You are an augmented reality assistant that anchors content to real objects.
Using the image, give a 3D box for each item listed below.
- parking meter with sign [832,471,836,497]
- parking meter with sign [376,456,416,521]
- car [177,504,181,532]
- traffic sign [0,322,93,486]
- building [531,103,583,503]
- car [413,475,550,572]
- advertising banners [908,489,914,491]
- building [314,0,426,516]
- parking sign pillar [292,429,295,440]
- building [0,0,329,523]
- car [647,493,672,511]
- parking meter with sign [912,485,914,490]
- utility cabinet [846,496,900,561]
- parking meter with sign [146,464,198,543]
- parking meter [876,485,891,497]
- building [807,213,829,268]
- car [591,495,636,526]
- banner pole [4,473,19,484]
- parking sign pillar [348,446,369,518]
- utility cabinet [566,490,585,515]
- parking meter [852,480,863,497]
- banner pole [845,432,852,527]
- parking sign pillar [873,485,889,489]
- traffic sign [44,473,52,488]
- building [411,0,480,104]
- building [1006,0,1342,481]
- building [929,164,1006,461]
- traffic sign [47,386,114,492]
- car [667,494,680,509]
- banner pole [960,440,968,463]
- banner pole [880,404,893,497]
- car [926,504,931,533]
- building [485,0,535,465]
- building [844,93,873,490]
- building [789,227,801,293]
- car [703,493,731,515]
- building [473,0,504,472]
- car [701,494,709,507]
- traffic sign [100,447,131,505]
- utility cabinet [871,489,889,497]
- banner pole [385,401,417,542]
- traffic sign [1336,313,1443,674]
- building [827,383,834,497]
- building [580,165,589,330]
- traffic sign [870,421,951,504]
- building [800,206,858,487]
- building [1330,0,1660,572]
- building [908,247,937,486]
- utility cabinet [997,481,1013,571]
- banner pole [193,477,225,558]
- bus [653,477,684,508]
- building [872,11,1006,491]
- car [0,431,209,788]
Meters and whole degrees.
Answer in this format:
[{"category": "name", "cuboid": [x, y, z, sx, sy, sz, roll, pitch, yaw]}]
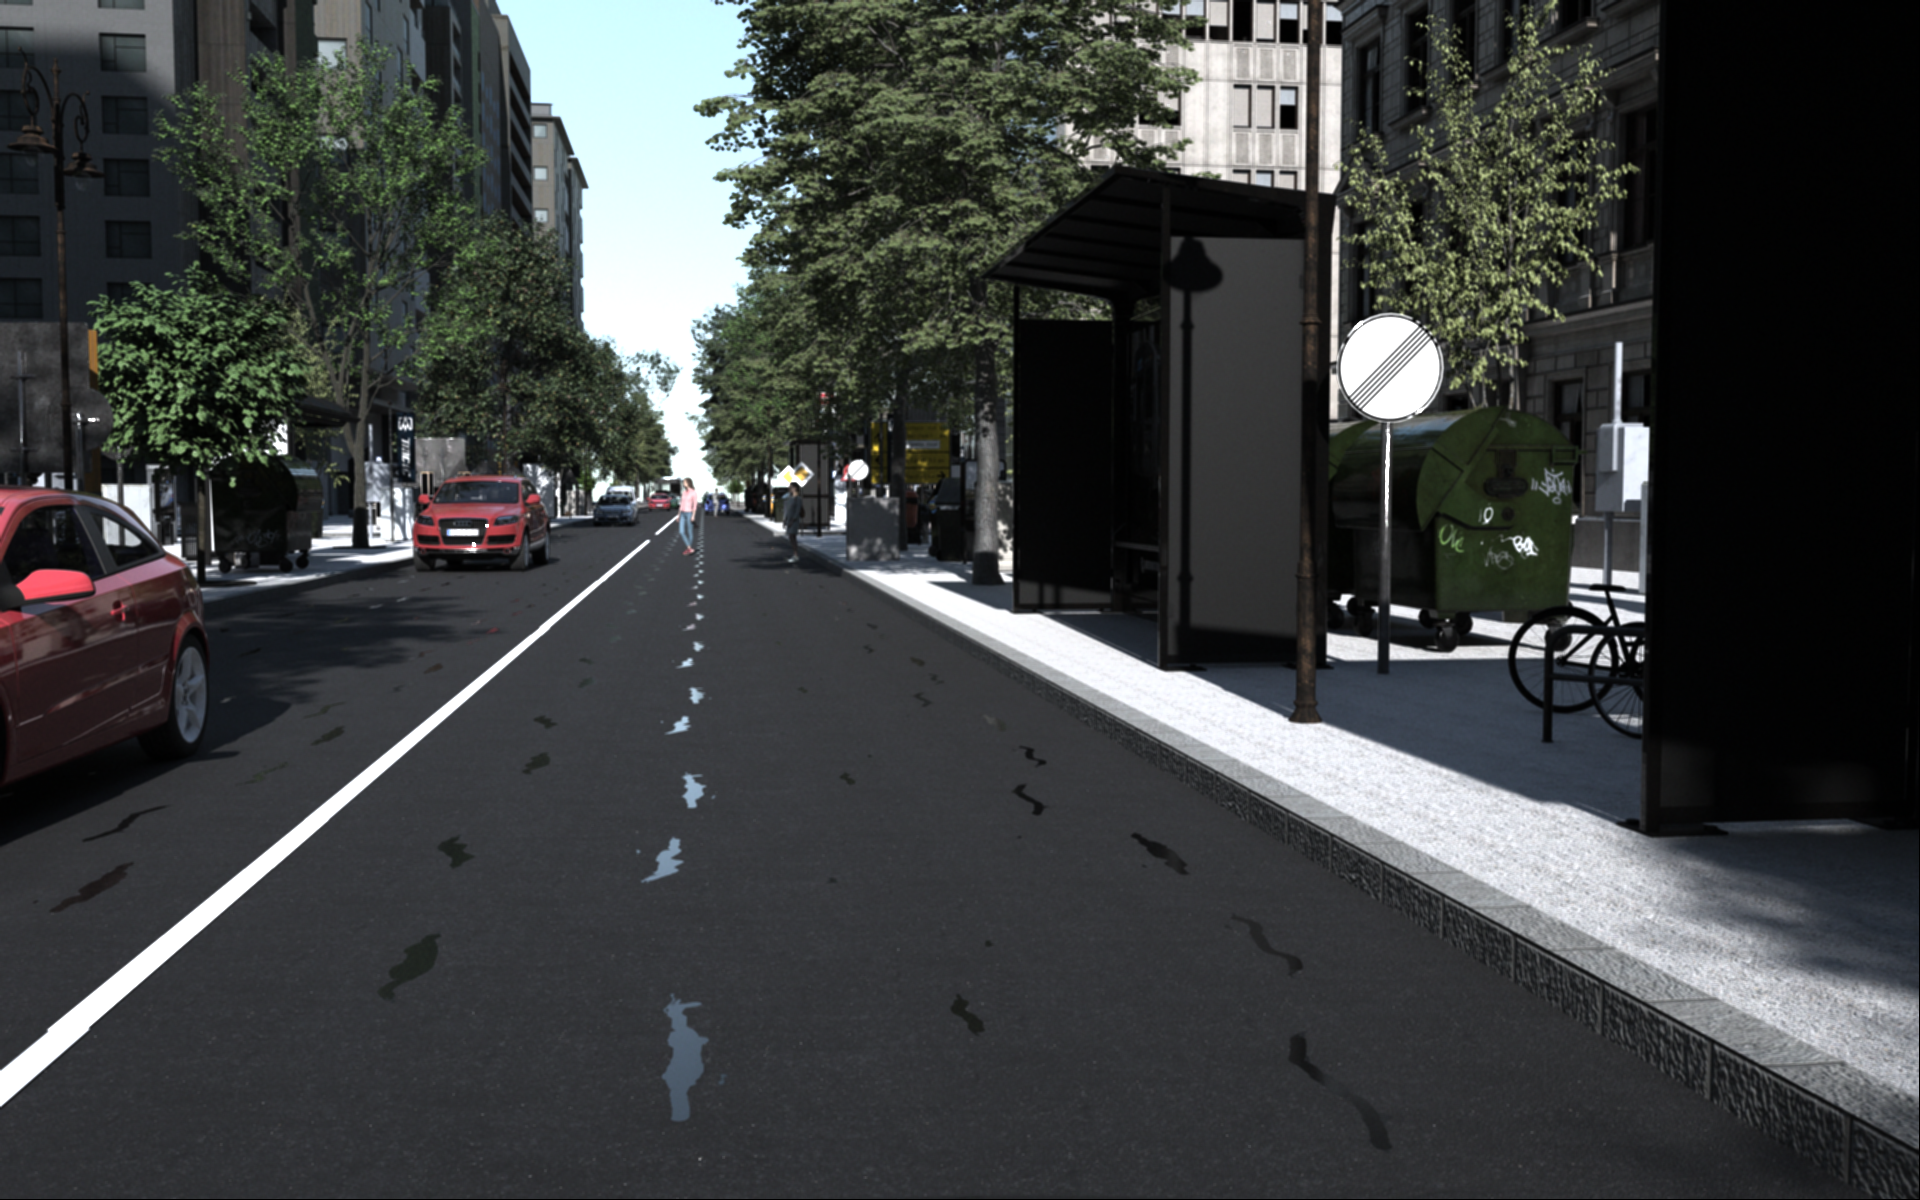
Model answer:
[{"category": "parking meter with sign", "cuboid": [-9.232, -8.168, 129.801, 0.543, 3.016, 1.738, -1, 4, -9]}, {"category": "parking meter with sign", "cuboid": [-26.346, -5.181, 80.974, 0.543, 3.016, 1.738, 3, 5, 42]}, {"category": "car", "cuboid": [-26.620, -2.523, 53.614, 4.827, 1.381, 2.083, 0, 4, -8]}, {"category": "traffic sign", "cuboid": [-11.459, -1.634, 20.593, 2.265, 3.308, 0.079, 0, 4, 1]}, {"category": "building", "cuboid": [-67.648, -39.548, 235.843, 28.713, 52.752, 27.495, -1, 4, -8]}, {"category": "car", "cuboid": [-9.253, -1.535, 33.777, 2.281, 1.827, 5.304, 0, 4, -6]}, {"category": "advertising banners", "cuboid": [-1.445, -3.264, 49.553, 0.090, 3.025, 2.074, -1, 4, -8]}, {"category": "building", "cuboid": [-49.473, -31.866, 110.247, 28.713, 52.752, 27.495, -1, 4, -8]}, {"category": "parking sign pillar", "cuboid": [-23.063, -4.268, 58.257, 1.447, 3.967, 1.447, 3, 5, 42]}, {"category": "building", "cuboid": [-37.393, -18.706, 77.544, 14.160, 30.474, 14.107, -1, 4, -8]}, {"category": "car", "cuboid": [-25.601, -8.467, 147.483, 2.155, 1.783, 4.494, -1, 4, -10]}, {"category": "parking meter with sign", "cuboid": [-2.900, -7.298, 115.583, 0.543, 3.016, 1.738, -1, 4, -18]}, {"category": "utility cabinet", "cuboid": [-1.685, -1.364, 33.457, 1.020, 1.237, 0.306, 0, 4, -6]}, {"category": "parking meter with sign", "cuboid": [-20.756, -2.981, 45.003, 1.738, 3.016, 0.543, -1, 4, -21]}, {"category": "parking meter", "cuboid": [-2.793, -3.239, 61.362, 0.372, 1.533, 0.369, 0, 3, 0]}, {"category": "building", "cuboid": [-15.314, -34.759, 251.905, 14.154, 41.232, 14.086, -1, 4, -8]}, {"category": "car", "cuboid": [-15.789, -4.104, 79.098, 2.014, 1.417, 4.499, -1, 4, -9]}, {"category": "banner pole", "cuboid": [-16.721, -2.486, 30.666, 0.863, 3.779, 0.401, 1, 4, 21]}, {"category": "parking sign pillar", "cuboid": [-32.494, -6.458, 94.063, 1.447, 3.967, 1.447, 0, 4, 1]}, {"category": "utility cabinet", "cuboid": [-23.253, -5.889, 104.961, 1.173, 1.500, 0.318, 1, 4, 13]}, {"category": "parking meter", "cuboid": [-3.954, -3.743, 66.909, 0.399, 1.863, 0.255, -2, 4, -34]}, {"category": "banner pole", "cuboid": [-4.312, -4.783, 68.219, 0.401, 3.779, 0.863, 0, 4, 4]}, {"category": "parking sign pillar", "cuboid": [-3.864, -6.233, 90.388, 1.447, 3.967, 1.447, -1, 4, -12]}, {"category": "traffic sign", "cuboid": [-11.447, -1.324, 21.754, 0.768, 2.556, 0.104, 0, 4, -4]}, {"category": "building", "cuboid": [-45.832, -27.738, 137.105, 14.154, 41.232, 14.086, -1, 4, -8]}, {"category": "building", "cuboid": [12.936, -15.981, 79.309, 19.932, 24.808, 12.078, -1, 4, -8]}, {"category": "building", "cuboid": [5.979, -16.069, 104.526, 13.314, 21.916, 24.055, -1, 4, -8]}, {"category": "traffic sign", "cuboid": [-10.375, -1.244, 20.448, 0.768, 2.556, 0.104, 0, 4, -2]}, {"category": "car", "cuboid": [-27.369, -9.224, 162.603, 2.131, 1.459, 4.920, -1, 4, -9]}, {"category": "banner pole", "cuboid": [0.167, -5.544, 80.657, 0.401, 3.779, 0.863, -2, 4, -33]}, {"category": "banner pole", "cuboid": [-1.921, -3.507, 47.358, 0.863, 3.779, 0.401, 0, 4, 4]}, {"category": "car", "cuboid": [-0.339, -2.796, 58.077, 4.827, 1.381, 2.083, 0, 4, -7]}, {"category": "building", "cuboid": [-53.372, -33.309, 168.306, 21.300, 48.544, 21.600, -1, 4, -8]}, {"category": "building", "cuboid": [-0.103, -31.703, 172.965, 22.147, 44.769, 28.867, -1, 4, -8]}, {"category": "building", "cuboid": [-16.733, -40.418, 284.530, 21.300, 48.544, 21.600, -1, 4, -8]}, {"category": "car", "cuboid": [-16.826, -6.755, 120.042, 1.945, 1.707, 3.694, -1, 4, -8]}, {"category": "building", "cuboid": [-47.840, -30.645, 151.160, 14.600, 45.320, 14.200, -1, 4, -8]}, {"category": "car", "cuboid": [-27.303, -10.889, 189.835, 2.131, 1.459, 4.920, -1, 4, -10]}, {"category": "traffic sign", "cuboid": [-12.802, -1.609, 26.415, 0.768, 2.556, 0.104, 0, 4, 1]}, {"category": "utility cabinet", "cuboid": [-3.582, -4.208, 77.479, 0.318, 1.500, 1.173, -2, 4, -34]}, {"category": "banner pole", "cuboid": [-15.036, -3.457, 46.532, 0.863, 3.779, 0.401, -2, 4, -24]}, {"category": "traffic sign", "cuboid": [3.028, -0.746, 12.307, 0.768, 2.556, 0.104, 0, 4, -4]}, {"category": "building", "cuboid": [-12.923, -28.542, 238.363, 14.160, 30.474, 14.107, -1, 4, -8]}, {"category": "building", "cuboid": [-71.429, -41.210, 263.026, 28.713, 52.752, 27.495, -1, 4, -8]}, {"category": "traffic sign", "cuboid": [-1.374, -3.318, 48.119, 2.265, 3.308, 0.079, 0, 4, 0]}, {"category": "building", "cuboid": [-17.070, -37.656, 265.791, 14.600, 45.320, 14.200, -1, 4, -8]}, {"category": "building", "cuboid": [15.015, -10.329, 33.511, 10.561, 19.102, 19.286, -1, 4, -8]}, {"category": "building", "cuboid": [2.401, -17.786, 126.960, 11.583, 22.565, 21.152, -1, 4, -8]}, {"category": "utility cabinet", "cuboid": [0.968, -1.226, 28.721, 1.173, 1.500, 0.318, -1, 4, -21]}, {"category": "banner pole", "cuboid": [-14.914, -2.718, 34.458, 0.401, 3.779, 0.863, 2, 4, 25]}, {"category": "bus", "cuboid": [-30.009, -11.276, 179.214, 2.948, 3.499, 13.247, 0, 4, -7]}, {"category": "building", "cuboid": [-0.833, -28.591, 151.054, 14.154, 41.232, 14.086, -1, 4, -8]}, {"category": "car", "cuboid": [-4.897, 0.070, 7.902, 2.155, 1.783, 4.494, 0, 4, -7]}]
